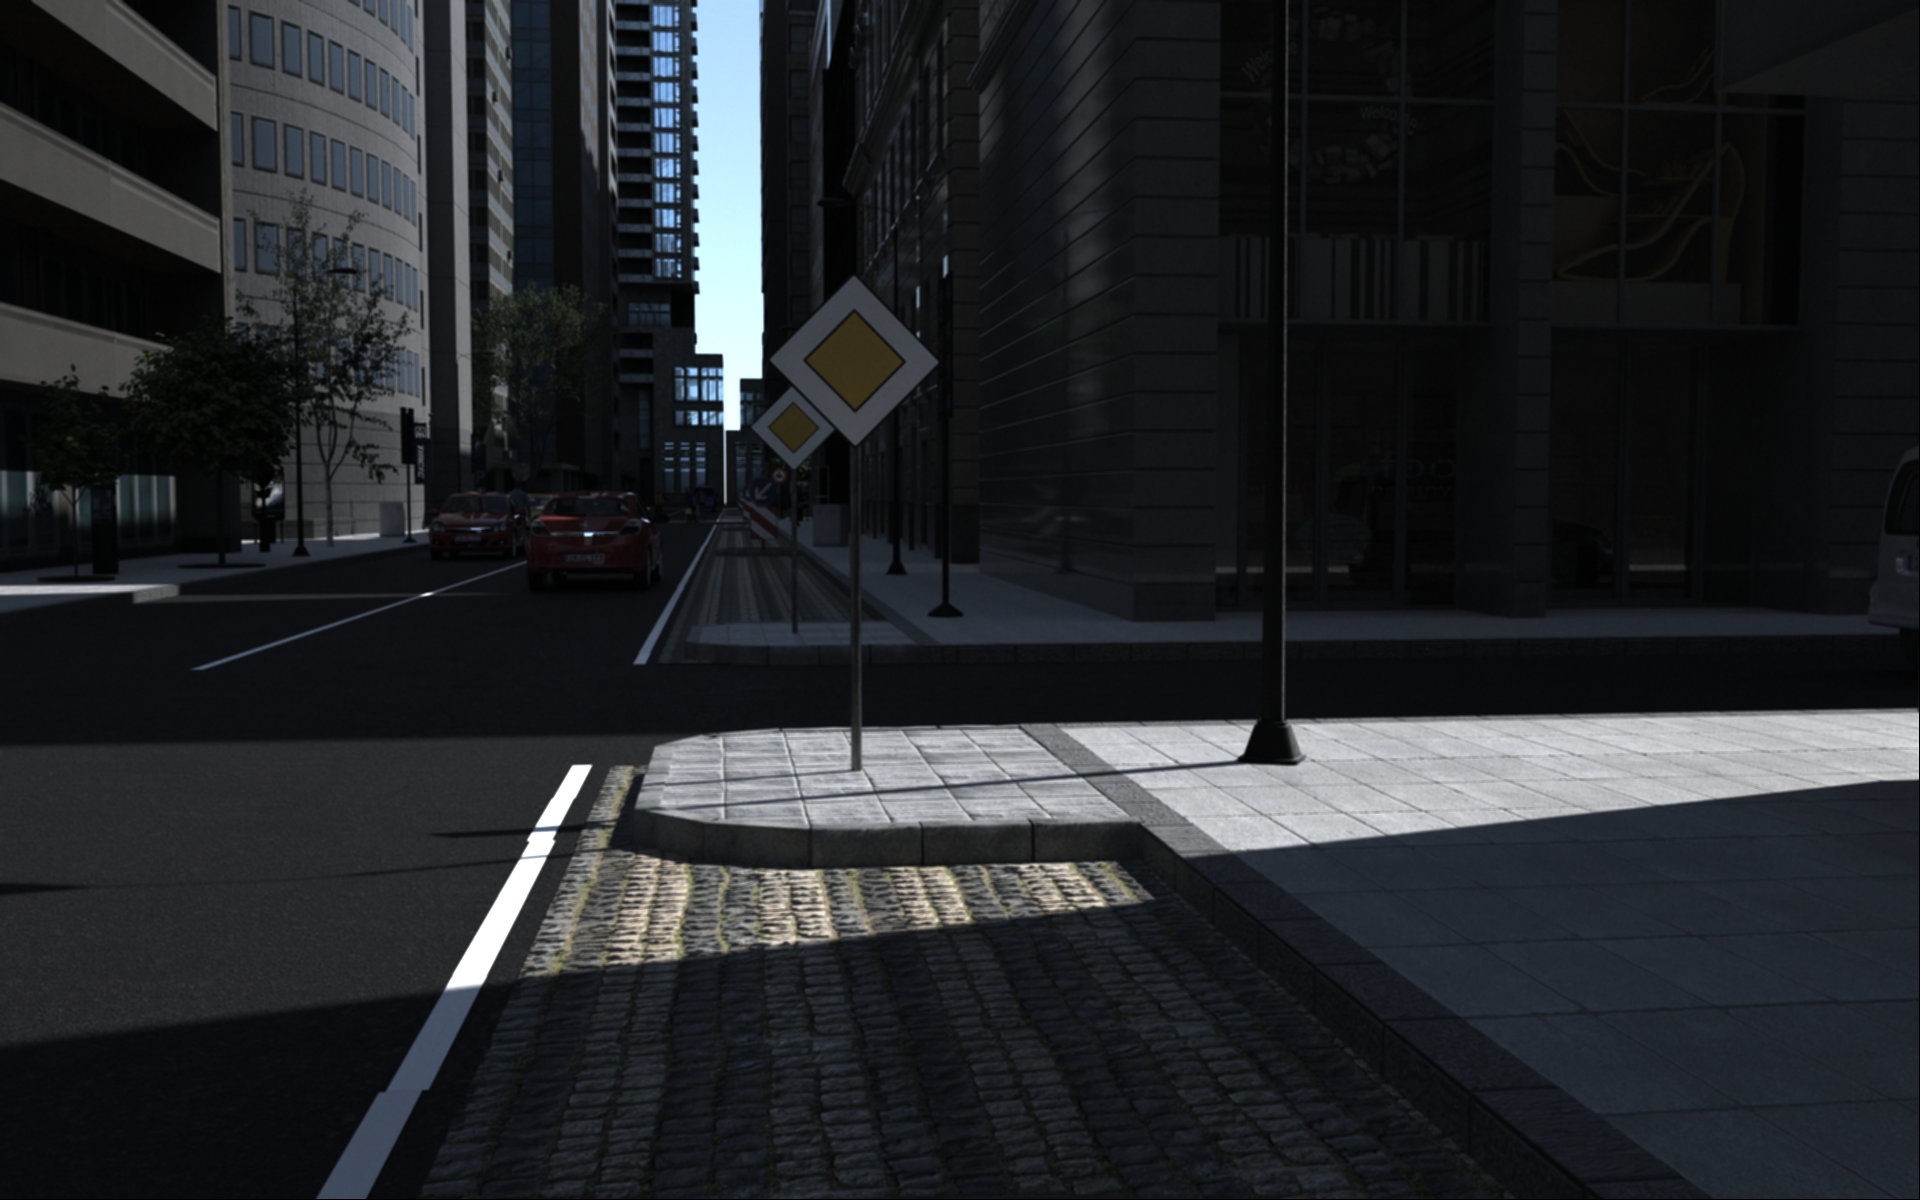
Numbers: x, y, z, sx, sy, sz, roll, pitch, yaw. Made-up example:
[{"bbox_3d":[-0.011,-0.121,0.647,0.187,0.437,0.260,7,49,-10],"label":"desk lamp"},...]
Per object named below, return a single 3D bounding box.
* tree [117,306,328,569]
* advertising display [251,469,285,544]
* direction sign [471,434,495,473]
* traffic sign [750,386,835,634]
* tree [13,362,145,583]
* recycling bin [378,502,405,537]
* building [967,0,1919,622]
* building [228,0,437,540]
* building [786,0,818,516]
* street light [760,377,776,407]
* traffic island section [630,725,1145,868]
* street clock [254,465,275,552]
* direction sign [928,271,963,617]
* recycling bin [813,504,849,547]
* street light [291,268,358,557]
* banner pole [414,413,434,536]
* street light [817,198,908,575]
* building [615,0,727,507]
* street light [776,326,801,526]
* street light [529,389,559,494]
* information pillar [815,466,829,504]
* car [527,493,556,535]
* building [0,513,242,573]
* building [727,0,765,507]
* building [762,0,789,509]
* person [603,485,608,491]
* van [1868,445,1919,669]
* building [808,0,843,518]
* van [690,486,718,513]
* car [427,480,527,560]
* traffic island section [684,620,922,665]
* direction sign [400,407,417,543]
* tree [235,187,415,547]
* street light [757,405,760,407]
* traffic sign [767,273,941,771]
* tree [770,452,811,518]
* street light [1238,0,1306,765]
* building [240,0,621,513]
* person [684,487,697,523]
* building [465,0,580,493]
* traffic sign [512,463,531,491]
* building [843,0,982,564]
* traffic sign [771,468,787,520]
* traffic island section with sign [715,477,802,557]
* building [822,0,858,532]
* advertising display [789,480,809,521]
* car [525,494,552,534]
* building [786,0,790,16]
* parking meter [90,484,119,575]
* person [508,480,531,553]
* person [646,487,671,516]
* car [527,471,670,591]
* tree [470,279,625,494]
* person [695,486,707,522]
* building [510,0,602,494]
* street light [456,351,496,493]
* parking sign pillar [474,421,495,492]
[{"bbox_3d":[-12.930,-2.857,30.427,4.285,4.588,4.351,0,3,0],"label":"tree"},{"bbox_3d":[-17.874,-2.418,44.747,0.123,1.923,0.974,2,4,27],"label":"advertising display"},{"bbox_3d":[-18.022,-4.494,65.480,0.876,3.537,0.379,0,4,1],"label":"direction sign"},{"bbox_3d":[-1.523,-0.749,15.890,0.795,2.450,0.064,0,4,-7],"label":"traffic sign"},{"bbox_3d":[-13.005,-1.883,25.397,1.663,3.219,1.824,0,3,0],"label":"tree"},{"bbox_3d":[-17.101,-2.420,52.114,0.722,1.027,0.722,-1,4,-21],"label":"recycling bin"},{"bbox_3d":[15.633,-15.058,23.686,29.804,29.767,11.434,0,4,-7],"label":"building"},{"bbox_3d":[-29.456,-31.522,57.378,21.231,58.520,28.212,0,4,-7],"label":"building"},{"bbox_3d":[-3.557,-20.442,105.933,14.160,30.474,14.107,0,4,-7],"label":"building"},{"bbox_3d":[-7.090,-5.906,69.103,1.470,5.913,1.316,0,4,-7],"label":"street light"},{"bbox_3d":[-0.461,0.870,8.052,2.009,0.180,2.903,0,4,-7],"label":"traffic island section"},{"bbox_3d":[-15.393,-2.063,38.293,0.471,2.002,0.358,-2,4,-34],"label":"street clock"},{"bbox_3d":[-0.152,-1.597,18.105,0.379,3.537,0.876,-1,4,-9],"label":"direction sign"},{"bbox_3d":[-3.171,-1.835,42.553,0.722,1.027,0.722,1,4,15],"label":"recycling bin"},{"bbox_3d":[-13.061,-3.858,35.625,1.470,5.913,1.316,0,4,-7],"label":"street light"},{"bbox_3d":[-16.508,-3.882,53.485,0.401,3.779,0.863,3,4,38],"label":"banner pole"},{"bbox_3d":[-1.550,-3.357,27.436,1.470,5.913,1.316,0,4,-7],"label":"street light"},{"bbox_3d":[-40.643,-53.124,181.244,31.000,86.520,22.319,0,4,-7],"label":"building"},{"bbox_3d":[-4.277,-4.621,48.094,1.470,5.913,1.316,0,4,-7],"label":"street light"},{"bbox_3d":[-18.452,-6.372,76.731,1.470,5.913,1.316,0,4,-7],"label":"street light"},{"bbox_3d":[-3.602,-2.498,45.335,0.304,2.012,0.304,-1,4,-17],"label":"information pillar"},{"bbox_3d":[-14.572,-3.246,62.120,2.155,1.783,4.494,0,4,-7],"label":"car"},{"bbox_3d":[-25.111,-24.552,25.125,21.300,48.544,21.600,0,4,-7],"label":"building"},{"bbox_3d":[-9.630,-53.337,184.727,31.000,86.520,22.319,0,4,-7],"label":"building"},{"bbox_3d":[-6.756,-32.510,155.237,21.300,48.544,21.600,0,4,-7],"label":"building"},{"bbox_3d":[-15.157,-4.057,74.739,0.836,1.842,0.656,-1,4,-10],"label":"person"},{"bbox_3d":[9.316,-0.388,13.362,4.112,2.044,2.013,0,4,-7],"label":"van"},{"bbox_3d":[-0.628,-16.133,81.800,12.078,24.808,19.932,0,4,-7],"label":"building"},{"bbox_3d":[-20.144,-8.055,136.085,2.240,2.365,5.245,0,4,-8],"label":"van"},{"bbox_3d":[-10.853,-1.842,39.160,2.155,1.783,4.494,-1,4,-9],"label":"car"},{"bbox_3d":[-1.501,0.386,15.970,2.009,0.180,2.903,0,4,-7],"label":"traffic island section"},{"bbox_3d":[-14.508,-3.276,45.554,0.379,3.537,0.876,0,4,3],"label":"direction sign"},{"bbox_3d":[-15.233,-5.584,41.668,4.360,8.622,3.978,0,3,0],"label":"tree"},{"bbox_3d":[-9.823,-7.189,90.087,1.470,5.913,1.316,0,4,-7],"label":"street light"},{"bbox_3d":[-0.484,-0.265,7.972,0.795,2.450,0.064,0,4,-7],"label":"traffic sign"},{"bbox_3d":[-8.826,-6.756,94.181,4.285,4.588,4.351,0,3,0],"label":"tree"},{"bbox_3d":[0.970,-2.176,8.113,1.470,5.913,1.316,0,4,-7],"label":"street light"},{"bbox_3d":[-44.245,-37.196,150.148,28.212,58.520,21.231,0,4,-7],"label":"building"},{"bbox_3d":[-13.512,-4.771,86.719,0.699,1.804,1.509,1,4,15],"label":"person"},{"bbox_3d":[-38.814,-24.879,98.651,32.217,40.220,23.993,0,4,-7],"label":"building"},{"bbox_3d":[-17.759,-4.282,70.112,0.768,2.556,0.104,0,4,-4],"label":"traffic sign"},{"bbox_3d":[3.846,-15.073,43.700,12.463,27.353,25.104,0,4,-7],"label":"building"},{"bbox_3d":[-8.790,-5.147,84.265,0.768,2.556,0.104,0,4,-5],"label":"traffic sign"},{"bbox_3d":[-4.702,-1.941,40.360,1.989,1.847,2.006,0,4,-7],"label":"traffic island section with sign"},{"bbox_3d":[1.505,-14.339,64.120,12.332,23.373,15.834,0,4,-7],"label":"building"},{"bbox_3d":[-7.624,-4.691,81.915,0.974,1.923,0.123,-2,4,-24],"label":"advertising display"},{"bbox_3d":[-13.952,-2.836,56.585,2.015,1.641,3.980,0,4,-7],"label":"car"},{"bbox_3d":[-1.451,-31.151,128.933,23.786,49.044,30.456,0,4,-7],"label":"building"},{"bbox_3d":[-13.687,-1.180,27.706,0.372,1.533,0.369,0,3,0],"label":"parking meter"},{"bbox_3d":[-10.720,-2.027,41.981,0.601,1.785,0.444,0,4,-6],"label":"person"},{"bbox_3d":[-16.786,-5.370,96.401,1.348,1.812,0.705,-1,4,-11],"label":"person"},{"bbox_3d":[-5.689,-1.115,27.277,2.155,1.783,4.494,0,4,-6],"label":"car"},{"bbox_3d":[-20.229,-9.605,82.803,9.928,11.665,9.643,0,3,0],"label":"tree"},{"bbox_3d":[-13.305,-4.902,88.627,0.794,1.824,0.713,1,4,17],"label":"person"},{"bbox_3d":[-35.157,-29.503,132.492,14.600,45.320,14.200,0,4,-7],"label":"building"},{"bbox_3d":[-15.713,-5.115,56.179,1.470,5.913,1.316,0,4,-7],"label":"street light"},{"bbox_3d":[-17.419,-4.589,63.505,1.447,3.967,1.447,0,4,-1],"label":"parking sign pillar"}]
